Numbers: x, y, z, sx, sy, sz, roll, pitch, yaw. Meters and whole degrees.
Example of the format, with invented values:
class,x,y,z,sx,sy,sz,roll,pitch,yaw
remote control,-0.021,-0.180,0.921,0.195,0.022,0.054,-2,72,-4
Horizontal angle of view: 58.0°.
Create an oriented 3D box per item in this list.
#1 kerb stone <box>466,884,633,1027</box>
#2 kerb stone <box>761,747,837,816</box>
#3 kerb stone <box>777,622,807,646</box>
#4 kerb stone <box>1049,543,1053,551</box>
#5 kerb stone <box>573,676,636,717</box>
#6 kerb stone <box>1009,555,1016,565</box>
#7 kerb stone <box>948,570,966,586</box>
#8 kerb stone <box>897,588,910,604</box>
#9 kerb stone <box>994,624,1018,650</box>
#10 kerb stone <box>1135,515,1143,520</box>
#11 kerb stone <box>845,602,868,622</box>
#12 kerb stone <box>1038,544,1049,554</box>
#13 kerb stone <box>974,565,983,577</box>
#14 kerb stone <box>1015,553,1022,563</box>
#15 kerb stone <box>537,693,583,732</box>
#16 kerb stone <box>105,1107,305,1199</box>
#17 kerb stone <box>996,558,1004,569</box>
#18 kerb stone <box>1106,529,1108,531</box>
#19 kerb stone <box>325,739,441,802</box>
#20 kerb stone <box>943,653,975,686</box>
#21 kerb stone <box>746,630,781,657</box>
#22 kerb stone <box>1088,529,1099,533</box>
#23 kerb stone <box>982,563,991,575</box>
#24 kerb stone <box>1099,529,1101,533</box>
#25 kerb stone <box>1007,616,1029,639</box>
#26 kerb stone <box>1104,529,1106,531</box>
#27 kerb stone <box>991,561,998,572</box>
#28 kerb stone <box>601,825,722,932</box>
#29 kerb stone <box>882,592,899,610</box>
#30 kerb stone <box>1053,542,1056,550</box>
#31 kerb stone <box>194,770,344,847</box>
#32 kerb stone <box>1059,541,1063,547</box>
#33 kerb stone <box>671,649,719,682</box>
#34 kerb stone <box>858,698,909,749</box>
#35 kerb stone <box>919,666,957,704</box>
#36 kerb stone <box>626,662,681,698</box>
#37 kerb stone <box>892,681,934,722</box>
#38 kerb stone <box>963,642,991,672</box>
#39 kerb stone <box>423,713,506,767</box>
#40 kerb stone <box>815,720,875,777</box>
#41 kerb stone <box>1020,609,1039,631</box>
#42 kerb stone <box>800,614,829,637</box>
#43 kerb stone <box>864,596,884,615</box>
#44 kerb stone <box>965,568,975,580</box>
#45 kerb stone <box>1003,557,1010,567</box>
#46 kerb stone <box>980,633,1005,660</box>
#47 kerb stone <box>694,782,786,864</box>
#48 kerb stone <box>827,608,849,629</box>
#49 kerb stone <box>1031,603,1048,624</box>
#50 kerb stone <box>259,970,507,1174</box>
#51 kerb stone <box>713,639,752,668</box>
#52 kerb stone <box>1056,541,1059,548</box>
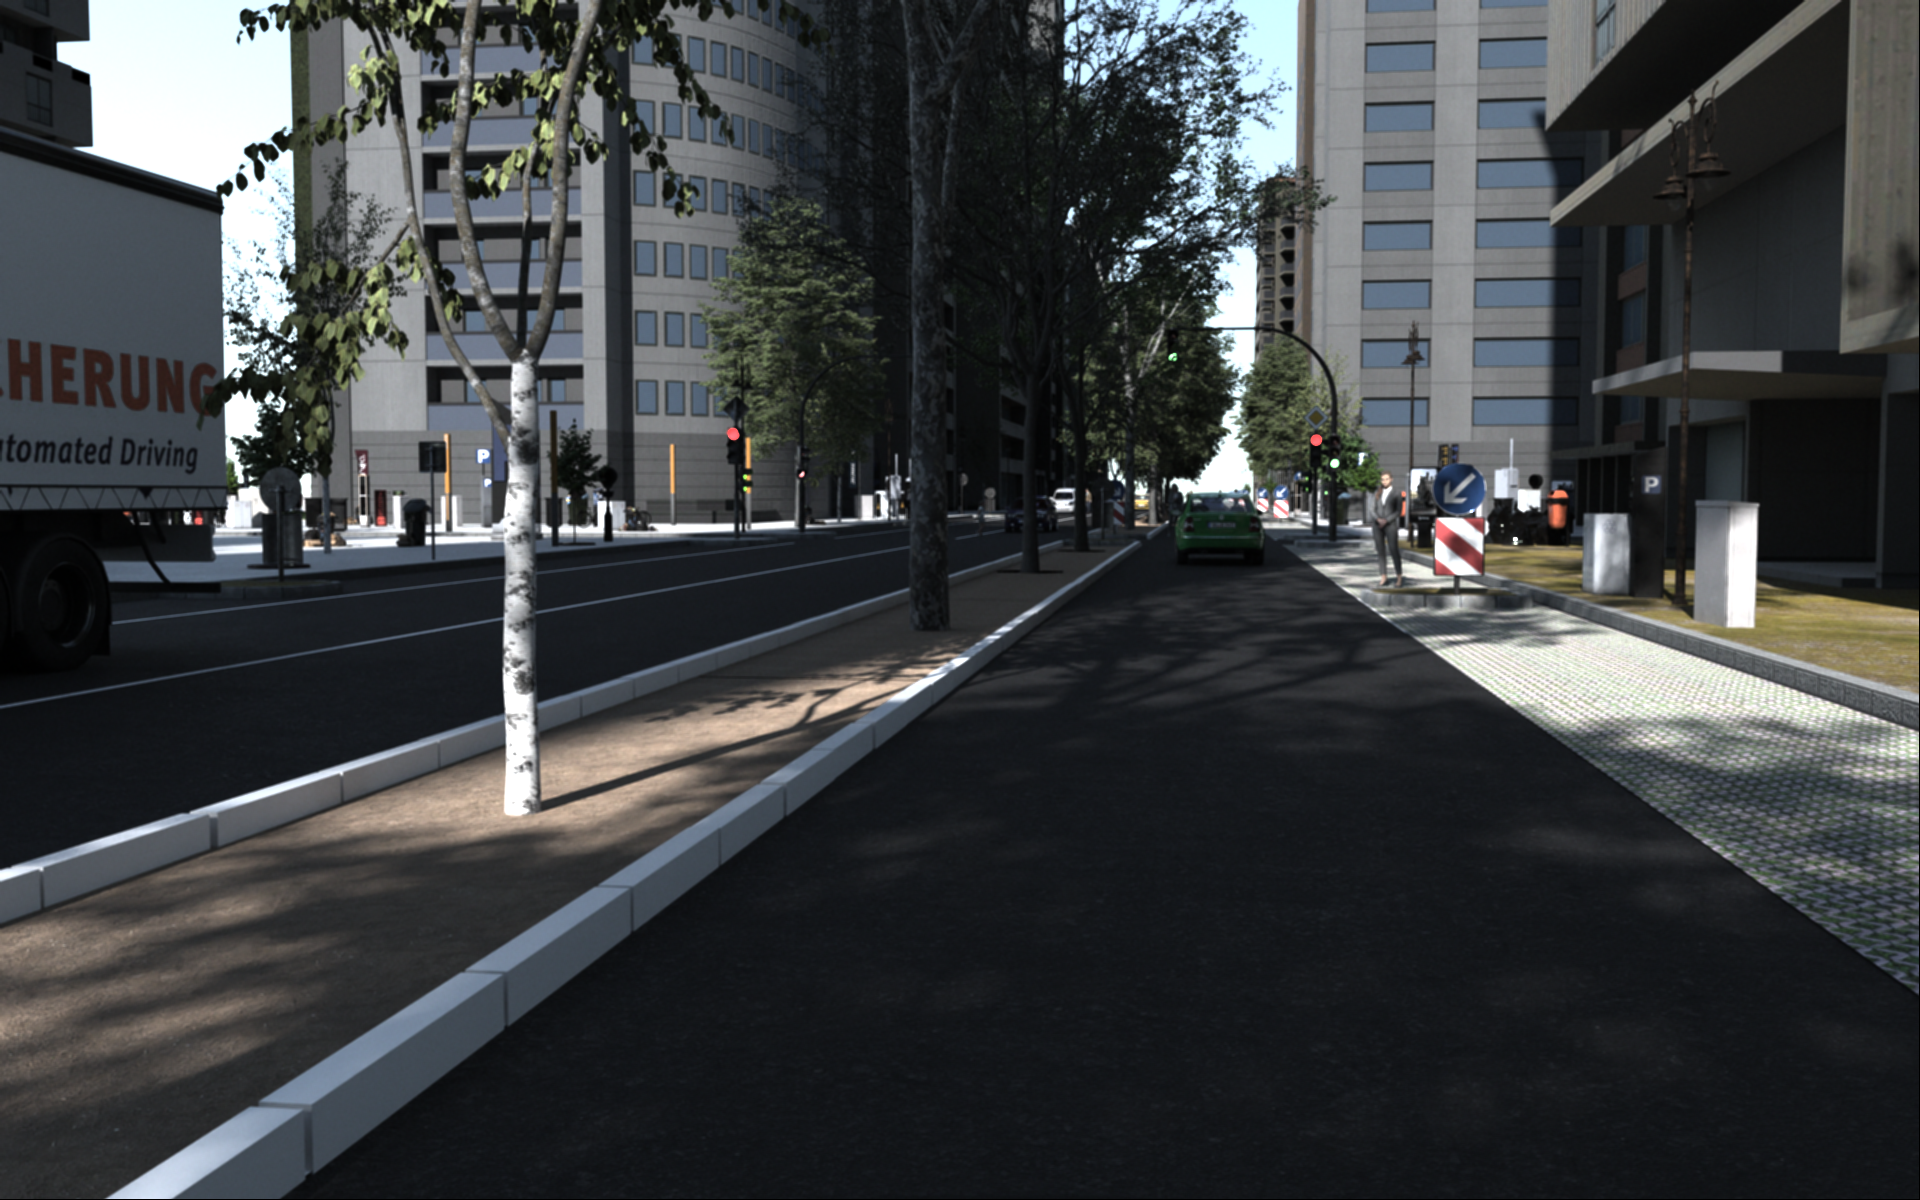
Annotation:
class,x,y,z,sx,sy,sz,roll,pitch,yaw
kerb stone,-1.204,1.042,5.157,0.120,0.150,1.000,1,4,8
kerb stone,-0.759,0.856,8.199,0.120,0.150,1.000,1,4,8
kerb stone,-1.669,0.348,16.611,0.120,0.150,1.000,1,4,8
kerb stone,2.134,-1.273,43.004,0.120,0.150,1.000,1,4,8
kerb stone,-2.400,0.654,11.550,0.120,0.150,1.000,1,4,8
kerb stone,0.956,-0.776,34.885,0.120,0.150,1.000,1,4,8
kerb stone,-0.066,-0.337,27.776,0.120,0.150,1.000,1,4,8
kerb stone,-0.789,-0.031,22.701,0.120,0.150,1.000,1,4,8
kerb stone,0.411,0.360,16.312,0.120,0.150,1.000,1,4,8
kerb stone,10.251,-4.719,99.348,0.120,0.150,1.000,1,4,8
kerb stone,-1.235,0.155,19.655,0.120,0.150,1.000,1,4,8
kerb stone,1.989,-1.210,41.979,0.120,0.150,1.000,1,4,8
kerb stone,0.229,-0.463,29.807,0.120,0.150,1.000,1,4,8
kerb stone,1.111,-0.839,35.905,0.120,0.150,1.000,1,4,8
kerb stone,-2.547,0.714,10.537,0.120,0.150,1.000,1,4,8
kerb stone,-1.498,1.166,3.129,0.120,0.150,1.000,1,4,8
kerb stone,0.674,-0.647,32.861,0.120,0.150,1.000,1,4,8
kerb stone,5.427,-2.668,65.819,0.120,0.150,1.000,1,4,8
kerb stone,-2.837,0.839,8.503,0.120,0.150,1.000,1,4,8
kerb stone,-0.028,0.550,13.273,0.120,0.150,1.000,1,4,8
kerb stone,-1.815,0.407,15.599,0.120,0.150,1.000,1,4,8
kerb stone,4.687,-2.357,60.740,0.120,0.150,1.000,1,4,8
kerb stone,0.384,-0.527,30.828,0.120,0.150,1.000,1,4,8
kerb stone,4.834,-2.420,61.760,0.120,0.150,1.000,1,4,8
kerb stone,0.550,0.298,17.325,0.120,0.150,1.000,1,4,8
kerb stone,5.279,-2.600,64.797,0.120,0.150,1.000,1,4,8
kerb stone,0.527,-0.590,31.849,0.120,0.150,1.000,1,4,8
kerb stone,-1.057,0.980,6.169,0.120,0.150,1.000,1,4,8
kerb stone,-0.939,0.031,21.690,0.120,0.150,1.000,1,4,8
kerb stone,2.282,-1.334,44.016,0.120,0.150,1.000,1,4,8
kerb stone,-2.979,0.900,7.482,0.120,0.150,1.000,1,4,8
kerb stone,2.569,-1.459,46.048,0.120,0.150,1.000,1,4,8
kerb stone,-2.108,0.527,13.575,0.120,0.150,1.000,1,4,8
kerb stone,-0.463,0.731,10.237,0.120,0.150,1.000,1,4,8
kerb stone,-0.173,0.609,12.261,0.120,0.150,1.000,1,4,8
kerb stone,-2.254,0.589,12.564,0.120,0.150,1.000,1,4,8
kerb stone,-0.322,0.669,11.249,0.120,0.150,1.000,1,4,8
kerb stone,0.116,0.487,14.285,0.120,0.150,1.000,1,4,8
kerb stone,-2.696,0.776,9.515,0.120,0.150,1.000,1,4,8
kerb stone,-0.620,0.794,9.212,0.120,0.150,1.000,1,4,8
kerb stone,0.699,0.236,18.337,0.120,0.150,1.000,1,4,8
kerb stone,-1.529,0.283,17.624,0.120,0.150,1.000,1,4,8
kerb stone,-1.091,0.093,20.672,0.120,0.150,1.000,1,4,8
kerb stone,0.083,-0.404,28.796,0.120,0.150,1.000,1,4,8
kerb stone,0.821,-0.714,33.872,0.120,0.150,1.000,1,4,8
kerb stone,0.257,0.427,15.302,0.120,0.150,1.000,1,4,8
kerb stone,-0.911,0.923,7.181,0.120,0.150,1.000,1,4,8
kerb stone,-1.383,0.224,18.637,0.120,0.150,1.000,1,4,8
kerb stone,0.852,0.174,19.349,0.120,0.150,1.000,1,4,8
kerb stone,-1.350,1.104,4.145,0.120,0.150,1.000,1,4,8
kerb stone,-1.962,0.466,14.587,0.120,0.150,1.000,1,4,8
kerb stone,2.416,-1.389,45.030,0.120,0.150,1.000,1,4,8
